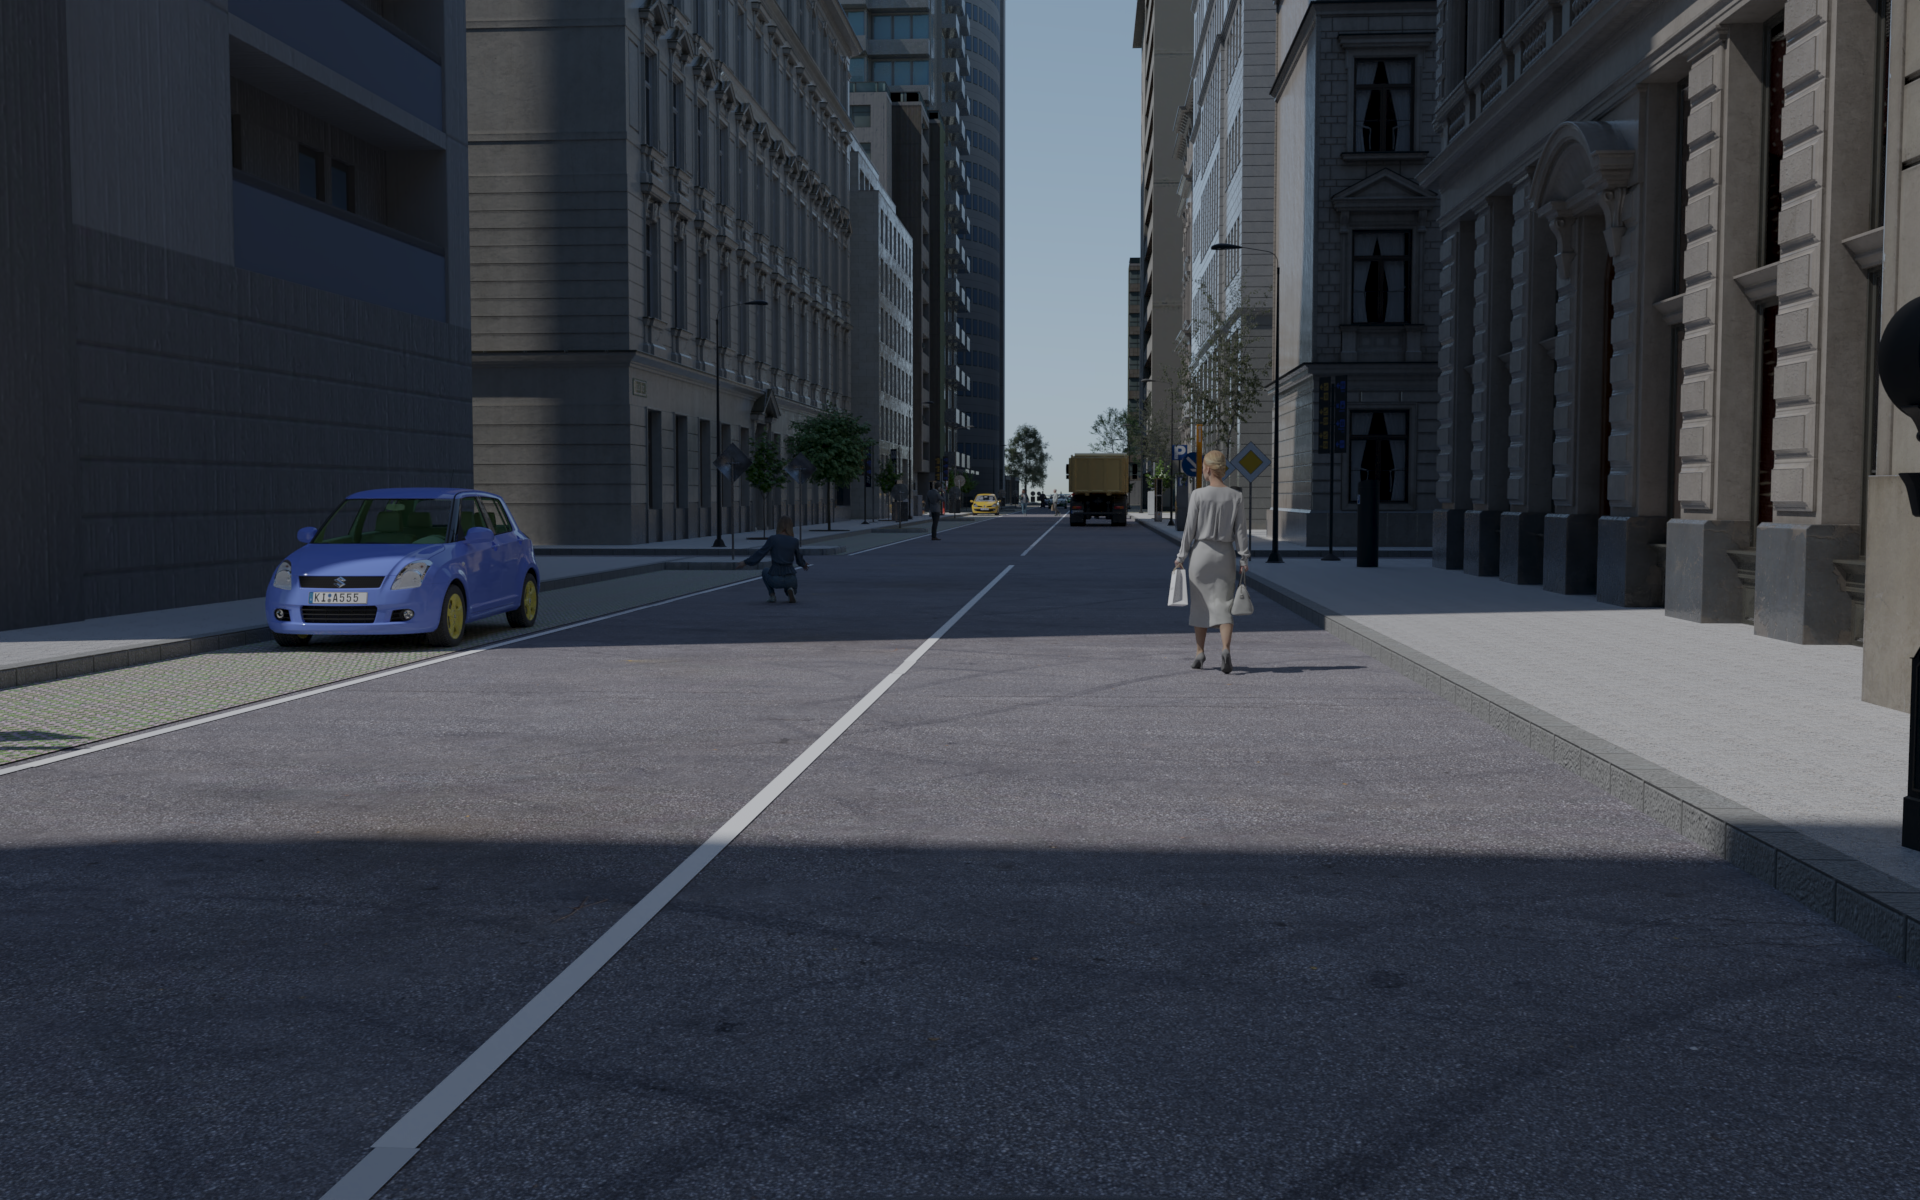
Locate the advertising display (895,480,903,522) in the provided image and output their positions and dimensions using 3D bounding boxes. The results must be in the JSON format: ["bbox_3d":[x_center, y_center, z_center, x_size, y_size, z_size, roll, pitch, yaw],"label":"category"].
[{"bbox_3d":[-2.776,-4.495,78.702,0.123,1.923,0.974,1,4,15],"label":"advertising display"}]

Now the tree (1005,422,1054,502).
[{"bbox_3d":[10.459,-21.924,275.464,9.611,12.733,9.660,0,3,0],"label":"tree"}]

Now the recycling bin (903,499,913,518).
[{"bbox_3d":[-2.981,-4.940,93.331,0.722,1.027,0.722,-2,4,-28],"label":"recycling bin"}]

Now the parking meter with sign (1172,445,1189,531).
[{"bbox_3d":[7.724,-3.927,60.473,0.543,3.016,1.738,0,4,3],"label":"parking meter with sign"}]

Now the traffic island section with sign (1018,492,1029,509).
[{"bbox_3d":[5.460,-9.777,168.482,1.989,1.847,2.006,0,4,4],"label":"traffic island section with sign"}]

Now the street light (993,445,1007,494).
[{"bbox_3d":[3.733,-11.683,163.564,1.470,5.913,1.316,0,4,4],"label":"street light"}]

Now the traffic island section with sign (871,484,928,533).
[{"bbox_3d":[-2.208,-3.412,64.413,1.989,1.847,2.006,0,4,4],"label":"traffic island section with sign"}]

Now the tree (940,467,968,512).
[{"bbox_3d":[-0.543,-7.831,122.632,1.663,3.219,1.824,0,3,0],"label":"tree"}]

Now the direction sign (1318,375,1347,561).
[{"bbox_3d":[7.155,-2.527,33.318,0.379,3.537,0.876,-2,4,-23],"label":"direction sign"}]

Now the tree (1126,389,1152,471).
[{"bbox_3d":[13.613,-10.379,120.055,4.360,8.622,3.978,0,3,0],"label":"tree"}]

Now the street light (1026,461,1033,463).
[{"bbox_3d":[9.730,-16.742,246.278,1.470,5.913,1.316,0,4,4],"label":"street light"}]

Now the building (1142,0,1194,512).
[{"bbox_3d":[25.431,-31.304,135.516,21.300,48.544,21.600,0,4,4],"label":"building"}]

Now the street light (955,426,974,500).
[{"bbox_3d":[0.260,-8.898,118.025,1.470,5.913,1.316,0,4,4],"label":"street light"}]

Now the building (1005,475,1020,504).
[{"bbox_3d":[-1.533,-50.018,256.040,20.563,71.187,20.611,0,4,4],"label":"building"}]

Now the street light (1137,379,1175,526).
[{"bbox_3d":[8.023,-5.964,70.046,1.470,5.913,1.316,0,4,4],"label":"street light"}]

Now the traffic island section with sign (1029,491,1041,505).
[{"bbox_3d":[9.470,-13.112,223.009,1.989,1.847,2.006,0,4,4],"label":"traffic island section with sign"}]

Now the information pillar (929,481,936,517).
[{"bbox_3d":[-1.544,-5.715,97.929,0.304,2.012,0.304,3,4,37],"label":"information pillar"}]

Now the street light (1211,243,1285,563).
[{"bbox_3d":[5.343,-3.649,32.201,1.470,5.913,1.316,0,4,4],"label":"street light"}]

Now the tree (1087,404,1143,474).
[{"bbox_3d":[18.558,-16.789,200.258,9.928,11.665,9.643,0,3,0],"label":"tree"}]

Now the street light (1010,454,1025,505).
[{"bbox_3d":[6.451,-13.969,200.939,1.470,5.913,1.316,0,4,4],"label":"street light"}]

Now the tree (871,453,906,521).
[{"bbox_3d":[-3.310,-5.350,82.075,1.663,3.219,1.824,0,3,0],"label":"tree"}]

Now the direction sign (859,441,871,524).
[{"bbox_3d":[-4.034,-4.990,73.576,0.379,3.537,0.876,2,4,33],"label":"direction sign"}]

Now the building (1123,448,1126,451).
[{"bbox_3d":[33.620,-56.249,232.349,22.319,86.520,31.000,0,4,4],"label":"building"}]

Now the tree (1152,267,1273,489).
[{"bbox_3d":[8.534,-6.503,56.684,4.360,8.622,3.978,0,3,0],"label":"tree"}]

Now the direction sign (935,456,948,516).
[{"bbox_3d":[-1.112,-6.830,103.665,0.876,3.537,0.379,-2,4,-27],"label":"direction sign"}]

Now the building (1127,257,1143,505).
[{"bbox_3d":[27.464,-26.906,211.607,14.160,30.474,14.107,0,4,4],"label":"building"}]

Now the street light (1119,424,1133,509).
[{"bbox_3d":[11.542,-8.736,115.368,1.470,5.913,1.316,0,4,4],"label":"street light"}]

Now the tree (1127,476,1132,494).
[{"bbox_3d":[15.323,-10.026,158.529,1.663,3.219,1.824,0,3,0],"label":"tree"}]

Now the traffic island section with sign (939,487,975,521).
[{"bbox_3d":[-0.226,-5.056,91.296,1.989,1.847,2.006,0,4,4],"label":"traffic island section with sign"}]

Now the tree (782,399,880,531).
[{"bbox_3d":[-4.460,-4.665,59.994,4.285,4.588,4.351,0,3,0],"label":"tree"}]

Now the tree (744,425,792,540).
[{"bbox_3d":[-5.397,-3.319,48.869,1.663,3.219,1.824,0,3,0],"label":"tree"}]

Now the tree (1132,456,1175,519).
[{"bbox_3d":[10.219,-5.765,88.857,1.663,3.219,1.824,0,3,0],"label":"tree"}]

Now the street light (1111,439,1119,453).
[{"bbox_3d":[13.729,-10.611,146.025,1.470,5.913,1.316,0,4,4],"label":"street light"}]

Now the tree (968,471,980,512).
[{"bbox_3d":[0.368,-8.150,127.853,1.663,3.219,1.824,0,3,0],"label":"tree"}]

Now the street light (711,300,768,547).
[{"bbox_3d":[-5.289,-4.228,41.668,1.470,5.913,1.316,0,4,4],"label":"street light"}]

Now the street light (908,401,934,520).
[{"bbox_3d":[-1.998,-7.001,87.006,1.470,5.913,1.316,0,4,4],"label":"street light"}]

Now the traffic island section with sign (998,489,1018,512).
[{"bbox_3d":[3.473,-8.133,141.600,1.989,1.847,2.006,0,4,4],"label":"traffic island section with sign"}]

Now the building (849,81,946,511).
[{"bbox_3d":[-8.606,-21.617,125.143,14.160,30.474,14.107,0,4,4],"label":"building"}]

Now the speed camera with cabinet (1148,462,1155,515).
[{"bbox_3d":[12.075,-6.894,107.049,0.660,3.252,2.038,1,4,16],"label":"speed camera with cabinet"}]

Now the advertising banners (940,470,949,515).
[{"bbox_3d":[-1.016,-6.885,108.762,0.090,3.025,2.074,-1,4,-16],"label":"advertising banners"}]

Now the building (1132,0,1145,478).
[{"bbox_3d":[32.050,-35.827,175.002,28.713,52.752,27.495,0,4,4],"label":"building"}]

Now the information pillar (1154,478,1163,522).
[{"bbox_3d":[9.227,-4.653,80.576,0.304,2.012,0.304,-1,4,-12],"label":"information pillar"}]
